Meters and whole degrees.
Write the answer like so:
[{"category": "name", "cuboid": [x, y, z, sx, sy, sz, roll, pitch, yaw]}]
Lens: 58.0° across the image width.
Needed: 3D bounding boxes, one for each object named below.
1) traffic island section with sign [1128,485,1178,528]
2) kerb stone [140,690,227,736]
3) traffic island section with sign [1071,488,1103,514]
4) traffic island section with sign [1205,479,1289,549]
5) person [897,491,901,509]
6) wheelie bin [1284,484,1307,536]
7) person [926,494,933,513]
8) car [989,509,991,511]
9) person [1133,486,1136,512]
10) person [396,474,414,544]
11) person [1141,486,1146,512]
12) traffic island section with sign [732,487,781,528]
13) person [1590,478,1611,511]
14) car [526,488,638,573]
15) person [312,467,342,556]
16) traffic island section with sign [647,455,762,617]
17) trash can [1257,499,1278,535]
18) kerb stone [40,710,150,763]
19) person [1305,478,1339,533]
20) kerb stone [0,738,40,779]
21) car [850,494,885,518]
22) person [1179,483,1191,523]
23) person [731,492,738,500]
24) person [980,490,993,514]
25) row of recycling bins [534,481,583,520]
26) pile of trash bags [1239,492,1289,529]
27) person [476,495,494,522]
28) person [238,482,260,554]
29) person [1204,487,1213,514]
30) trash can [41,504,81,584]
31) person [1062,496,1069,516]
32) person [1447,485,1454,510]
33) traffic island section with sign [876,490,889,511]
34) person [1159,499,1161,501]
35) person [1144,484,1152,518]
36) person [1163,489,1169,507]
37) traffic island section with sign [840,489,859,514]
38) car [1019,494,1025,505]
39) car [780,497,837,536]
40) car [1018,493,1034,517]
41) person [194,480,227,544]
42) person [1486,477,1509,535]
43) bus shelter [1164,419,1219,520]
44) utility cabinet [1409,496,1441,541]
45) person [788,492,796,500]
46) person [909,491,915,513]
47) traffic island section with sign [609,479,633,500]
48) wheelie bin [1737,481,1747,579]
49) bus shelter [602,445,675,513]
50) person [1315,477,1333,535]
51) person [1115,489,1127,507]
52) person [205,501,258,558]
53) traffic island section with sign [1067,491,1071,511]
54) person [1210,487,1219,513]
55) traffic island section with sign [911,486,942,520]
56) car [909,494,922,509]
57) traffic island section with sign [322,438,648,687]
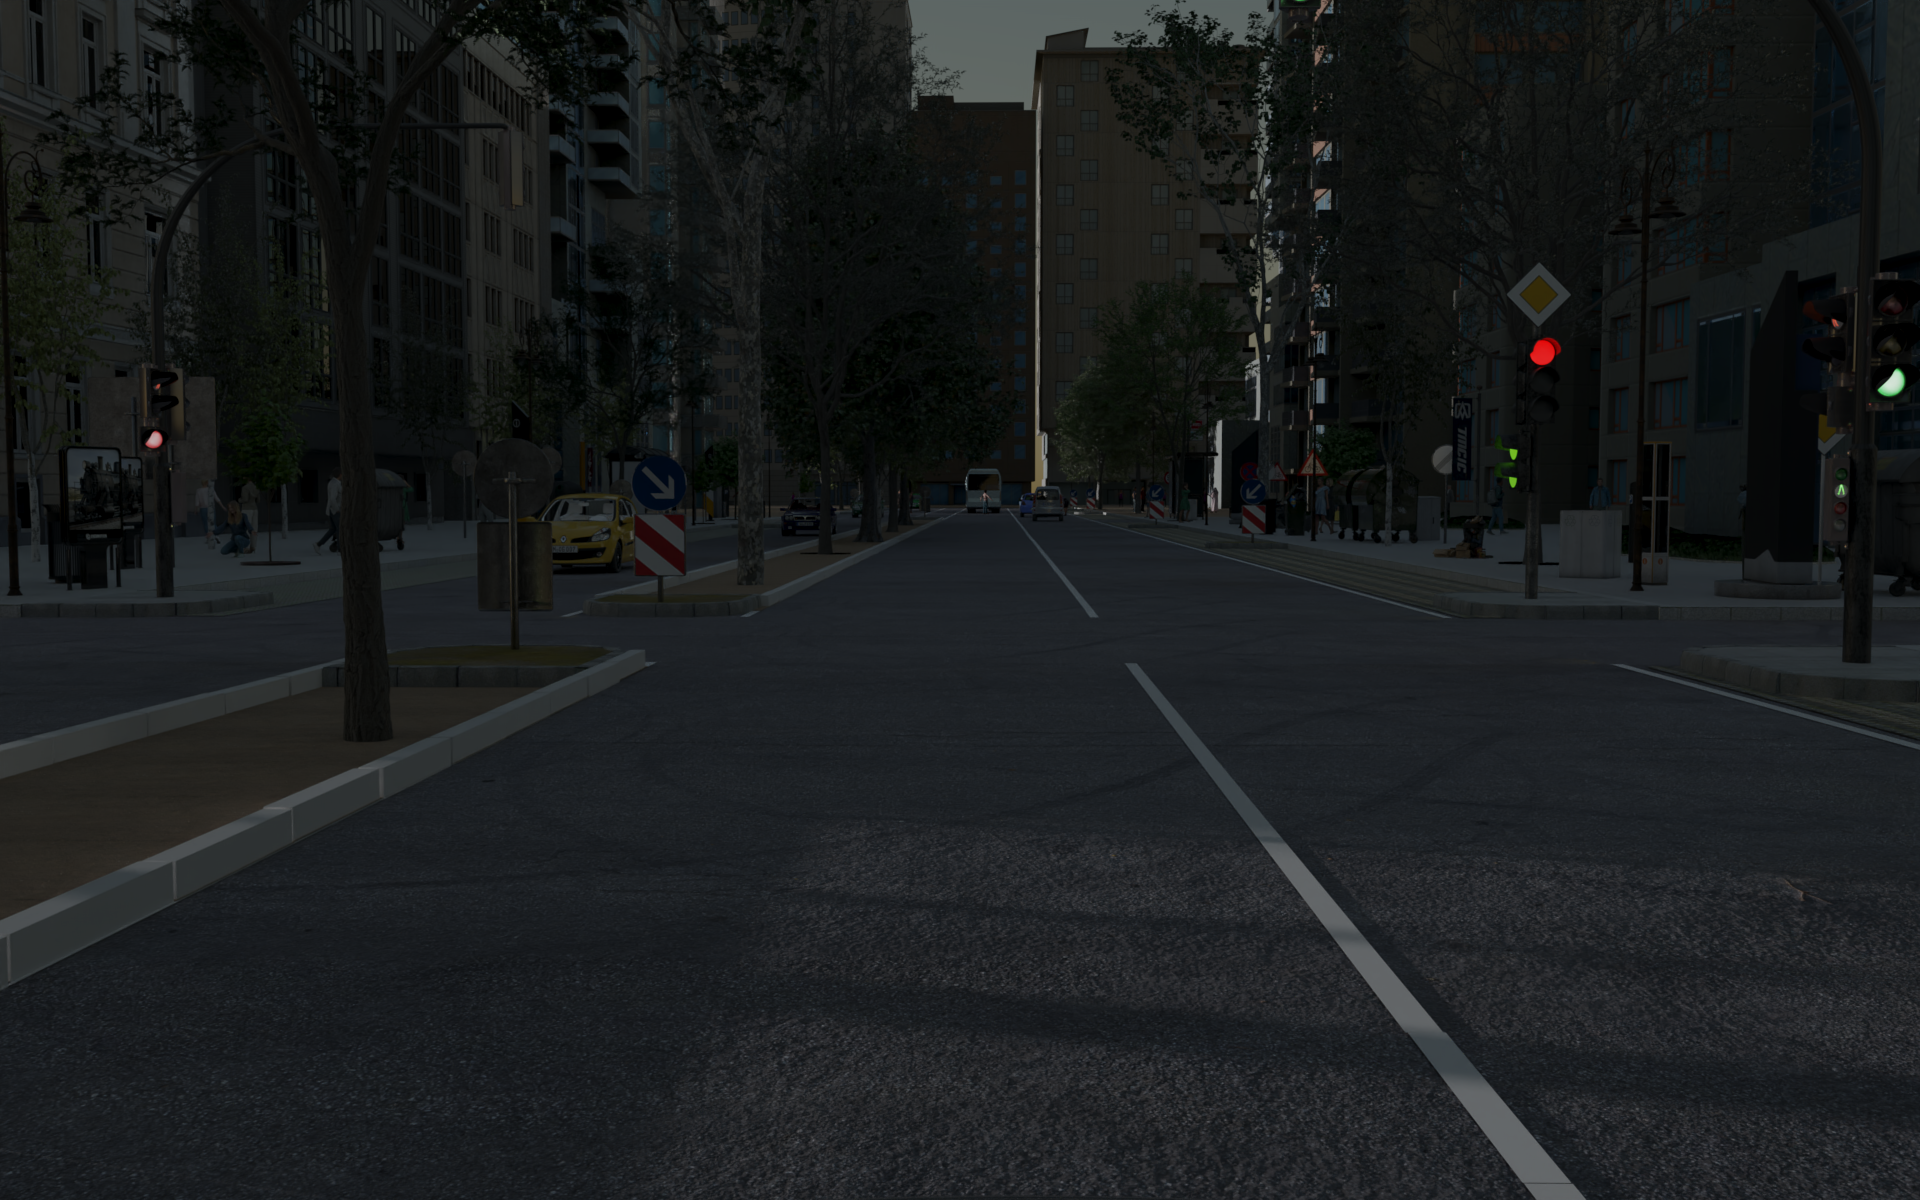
[{"category": "traffic island section with sign", "cuboid": [8.080, -3.923, 72.762, 1.989, 1.847, 2.006, 0, 4, 1]}, {"category": "kerb stone", "cuboid": [-4.815, 0.704, 10.677, 0.120, 0.150, 1.000, 0, 4, 1]}, {"category": "traffic island section with sign", "cuboid": [9.141, -6.999, 123.064, 1.989, 1.847, 2.006, 0, 4, 1]}, {"category": "traffic island section with sign", "cuboid": [7.541, -2.274, 45.813, 1.989, 1.847, 2.006, 0, 4, 1]}, {"category": "person", "cuboid": [-5.812, -9.593, 165.905, 0.990, 1.755, 0.434, -1, 4, -17]}, {"category": "wheelie bin", "cuboid": [10.377, -2.790, 53.520, 0.693, 1.594, 0.980, 0, 4, 3]}, {"category": "person", "cuboid": [-2.499, -7.714, 134.608, 0.705, 1.826, 1.348, 3, 5, 42]}, {"category": "car", "cuboid": [1.793, -8.509, 148.163, 2.155, 1.783, 4.494, 0, 4, 1]}, {"category": "person", "cuboid": [12.258, -7.011, 120.689, 0.705, 1.822, 1.348, -1, 4, -12]}, {"category": "person", "cuboid": [-14.539, -2.365, 44.962, 0.600, 1.795, 0.529, 1, 4, 12]}, {"category": "person", "cuboid": [12.908, -7.109, 122.244, 0.705, 1.831, 1.348, 3, 4, 38]}, {"category": "traffic island section with sign", "cuboid": [-8.521, -3.944, 73.115, 1.989, 1.847, 2.006, 0, 4, 1]}, {"category": "person", "cuboid": [19.796, -2.886, 53.566, 0.601, 1.785, 0.444, 2, 4, 28]}, {"category": "car", "cuboid": [-7.001, -1.366, 32.563, 2.015, 1.641, 3.980, 0, 4, 1]}, {"category": "person", "cuboid": [-13.072, -1.844, 36.035, 0.795, 1.843, 0.661, -1, 4, -20]}, {"category": "traffic island section with sign", "cuboid": [-3.533, -0.793, 21.098, 2.006, 1.907, 1.989, 0, 4, 1]}, {"category": "trash can", "cuboid": [9.729, -2.650, 54.983, 0.748, 1.137, 0.748, 0, 3, 0]}, {"category": "kerb stone", "cuboid": [-4.837, 0.767, 9.656, 0.120, 0.150, 1.000, 0, 4, 1]}, {"category": "person", "cuboid": [11.943, -3.118, 57.246, 0.699, 1.804, 1.509, -2, 4, -29]}, {"category": "kerb stone", "cuboid": [-4.852, 0.829, 8.634, 0.120, 0.150, 1.000, 0, 4, 1]}, {"category": "car", "cuboid": [-5.606, -5.749, 105.792, 2.131, 1.459, 4.920, 0, 4, 0]}, {"category": "person", "cuboid": [10.094, -4.375, 77.816, 0.529, 1.795, 0.600, 1, 4, 10]}, {"category": "person", "cuboid": [-15.234, -7.009, 120.601, 1.348, 1.831, 0.705, 0, 4, -4]}, {"category": "person", "cuboid": [1.879, -6.975, 123.246, 1.217, 1.736, 0.721, 3, 5, 45]}, {"category": "row of recycling bins", "cuboid": [-12.944, -2.942, 55.211, 1.069, 1.692, 3.534, -2, 4, -34]}, {"category": "pile of trash bags", "cuboid": [11.987, -3.416, 65.611, 1.912, 1.369, 3.447, 2, 4, 33]}, {"category": "person", "cuboid": [-12.974, -2.513, 47.309, 0.511, 1.800, 0.466, 1, 4, 10]}, {"category": "person", "cuboid": [-15.319, -1.875, 37.255, 0.362, 1.759, 0.519, 1, 4, 17]}, {"category": "person", "cuboid": [15.897, -6.486, 112.770, 1.217, 1.739, 0.721, 2, 4, 29]}, {"category": "trash can", "cuboid": [-12.826, -0.816, 24.998, 0.748, 1.137, 0.748, 0, 3, 0]}, {"category": "person", "cuboid": [6.830, -6.257, 114.037, 0.697, 1.427, 0.421, 1, 4, 12]}, {"category": "person", "cuboid": [26.525, -5.359, 94.065, 0.834, 1.777, 0.661, -1, 4, -11]}, {"category": "traffic island section with sign", "cuboid": [-6.921, -8.675, 150.463, 1.989, 1.847, 2.006, 0, 4, 1]}, {"category": "person", "cuboid": [18.302, -9.296, 158.739, 0.721, 1.736, 1.217, 1, 4, 10]}, {"category": "person", "cuboid": [10.251, -5.344, 93.438, 0.654, 1.822, 0.581, 1, 4, 19]}, {"category": "person", "cuboid": [20.341, -10.145, 172.603, 1.217, 1.739, 0.721, -2, 4, -23]}, {"category": "traffic island section with sign", "cuboid": [-7.487, -7.027, 123.514, 1.989, 1.847, 2.006, 0, 4, 1]}, {"category": "car", "cuboid": [6.543, -9.325, 164.470, 2.014, 1.417, 4.499, 0, 4, 3]}, {"category": "car", "cuboid": [-5.231, -2.914, 60.216, 1.945, 1.354, 3.894, 0, 4, 0]}, {"category": "car", "cuboid": [4.588, -6.004, 107.757, 1.945, 1.707, 3.694, 0, 4, 1]}, {"category": "person", "cuboid": [-19.335, -2.328, 44.786, 0.598, 1.740, 0.731, 3, 5, 44]}, {"category": "person", "cuboid": [16.727, -2.924, 53.831, 0.713, 1.824, 0.794, 1, 4, 21]}, {"category": "bus shelter", "cuboid": [11.941, -6.911, 90.626, 2.179, 5.291, 8.768, 0, 4, 1]}, {"category": "utility cabinet", "cuboid": [12.808, -2.235, 47.707, 1.020, 1.237, 0.306, -3, 4, -37]}, {"category": "person", "cuboid": [-14.406, -8.548, 149.031, 0.599, 1.433, 0.991, 3, 4, 37]}, {"category": "person", "cuboid": [-3.589, -7.315, 129.568, 0.415, 1.643, 0.593, -1, 4, -15]}, {"category": "traffic island section with sign", "cuboid": [-9.078, -2.296, 46.165, 1.989, 1.847, 2.006, 0, 4, 1]}, {"category": "wheelie bin", "cuboid": [11.825, -1.078, 25.527, 0.693, 1.594, 0.980, 2, 4, 25]}, {"category": "bus shelter", "cuboid": [-13.733, -4.914, 74.262, 2.014, 3.302, 5.546, 0, 4, 1]}, {"category": "person", "cuboid": [11.335, -2.949, 54.361, 0.778, 1.811, 0.616, -2, 4, -24]}, {"category": "person", "cuboid": [15.859, -10.020, 170.558, 1.217, 1.739, 0.721, 0, 4, 8]}, {"category": "person", "cuboid": [-14.541, -1.427, 34.875, 1.012, 1.151, 0.738, 1, 4, 10]}, {"category": "traffic island section with sign", "cuboid": [9.699, -8.647, 150.013, 1.989, 1.847, 2.006, 0, 4, 1]}, {"category": "person", "cuboid": [17.411, -6.823, 118.274, 0.551, 1.740, 0.621, -2, 4, -32]}, {"category": "traffic island section with sign", "cuboid": [-1.986, -5.387, 96.221, 2.006, 1.907, 1.989, 0, 4, 1]}, {"category": "car", "cuboid": [-3.889, -8.319, 144.818, 1.959, 1.807, 4.718, 0, 4, 1]}, {"category": "traffic island section with sign", "cuboid": [-3.696, -0.340, 13.692, 2.006, 1.907, 1.989, 0, 4, 1]}]
